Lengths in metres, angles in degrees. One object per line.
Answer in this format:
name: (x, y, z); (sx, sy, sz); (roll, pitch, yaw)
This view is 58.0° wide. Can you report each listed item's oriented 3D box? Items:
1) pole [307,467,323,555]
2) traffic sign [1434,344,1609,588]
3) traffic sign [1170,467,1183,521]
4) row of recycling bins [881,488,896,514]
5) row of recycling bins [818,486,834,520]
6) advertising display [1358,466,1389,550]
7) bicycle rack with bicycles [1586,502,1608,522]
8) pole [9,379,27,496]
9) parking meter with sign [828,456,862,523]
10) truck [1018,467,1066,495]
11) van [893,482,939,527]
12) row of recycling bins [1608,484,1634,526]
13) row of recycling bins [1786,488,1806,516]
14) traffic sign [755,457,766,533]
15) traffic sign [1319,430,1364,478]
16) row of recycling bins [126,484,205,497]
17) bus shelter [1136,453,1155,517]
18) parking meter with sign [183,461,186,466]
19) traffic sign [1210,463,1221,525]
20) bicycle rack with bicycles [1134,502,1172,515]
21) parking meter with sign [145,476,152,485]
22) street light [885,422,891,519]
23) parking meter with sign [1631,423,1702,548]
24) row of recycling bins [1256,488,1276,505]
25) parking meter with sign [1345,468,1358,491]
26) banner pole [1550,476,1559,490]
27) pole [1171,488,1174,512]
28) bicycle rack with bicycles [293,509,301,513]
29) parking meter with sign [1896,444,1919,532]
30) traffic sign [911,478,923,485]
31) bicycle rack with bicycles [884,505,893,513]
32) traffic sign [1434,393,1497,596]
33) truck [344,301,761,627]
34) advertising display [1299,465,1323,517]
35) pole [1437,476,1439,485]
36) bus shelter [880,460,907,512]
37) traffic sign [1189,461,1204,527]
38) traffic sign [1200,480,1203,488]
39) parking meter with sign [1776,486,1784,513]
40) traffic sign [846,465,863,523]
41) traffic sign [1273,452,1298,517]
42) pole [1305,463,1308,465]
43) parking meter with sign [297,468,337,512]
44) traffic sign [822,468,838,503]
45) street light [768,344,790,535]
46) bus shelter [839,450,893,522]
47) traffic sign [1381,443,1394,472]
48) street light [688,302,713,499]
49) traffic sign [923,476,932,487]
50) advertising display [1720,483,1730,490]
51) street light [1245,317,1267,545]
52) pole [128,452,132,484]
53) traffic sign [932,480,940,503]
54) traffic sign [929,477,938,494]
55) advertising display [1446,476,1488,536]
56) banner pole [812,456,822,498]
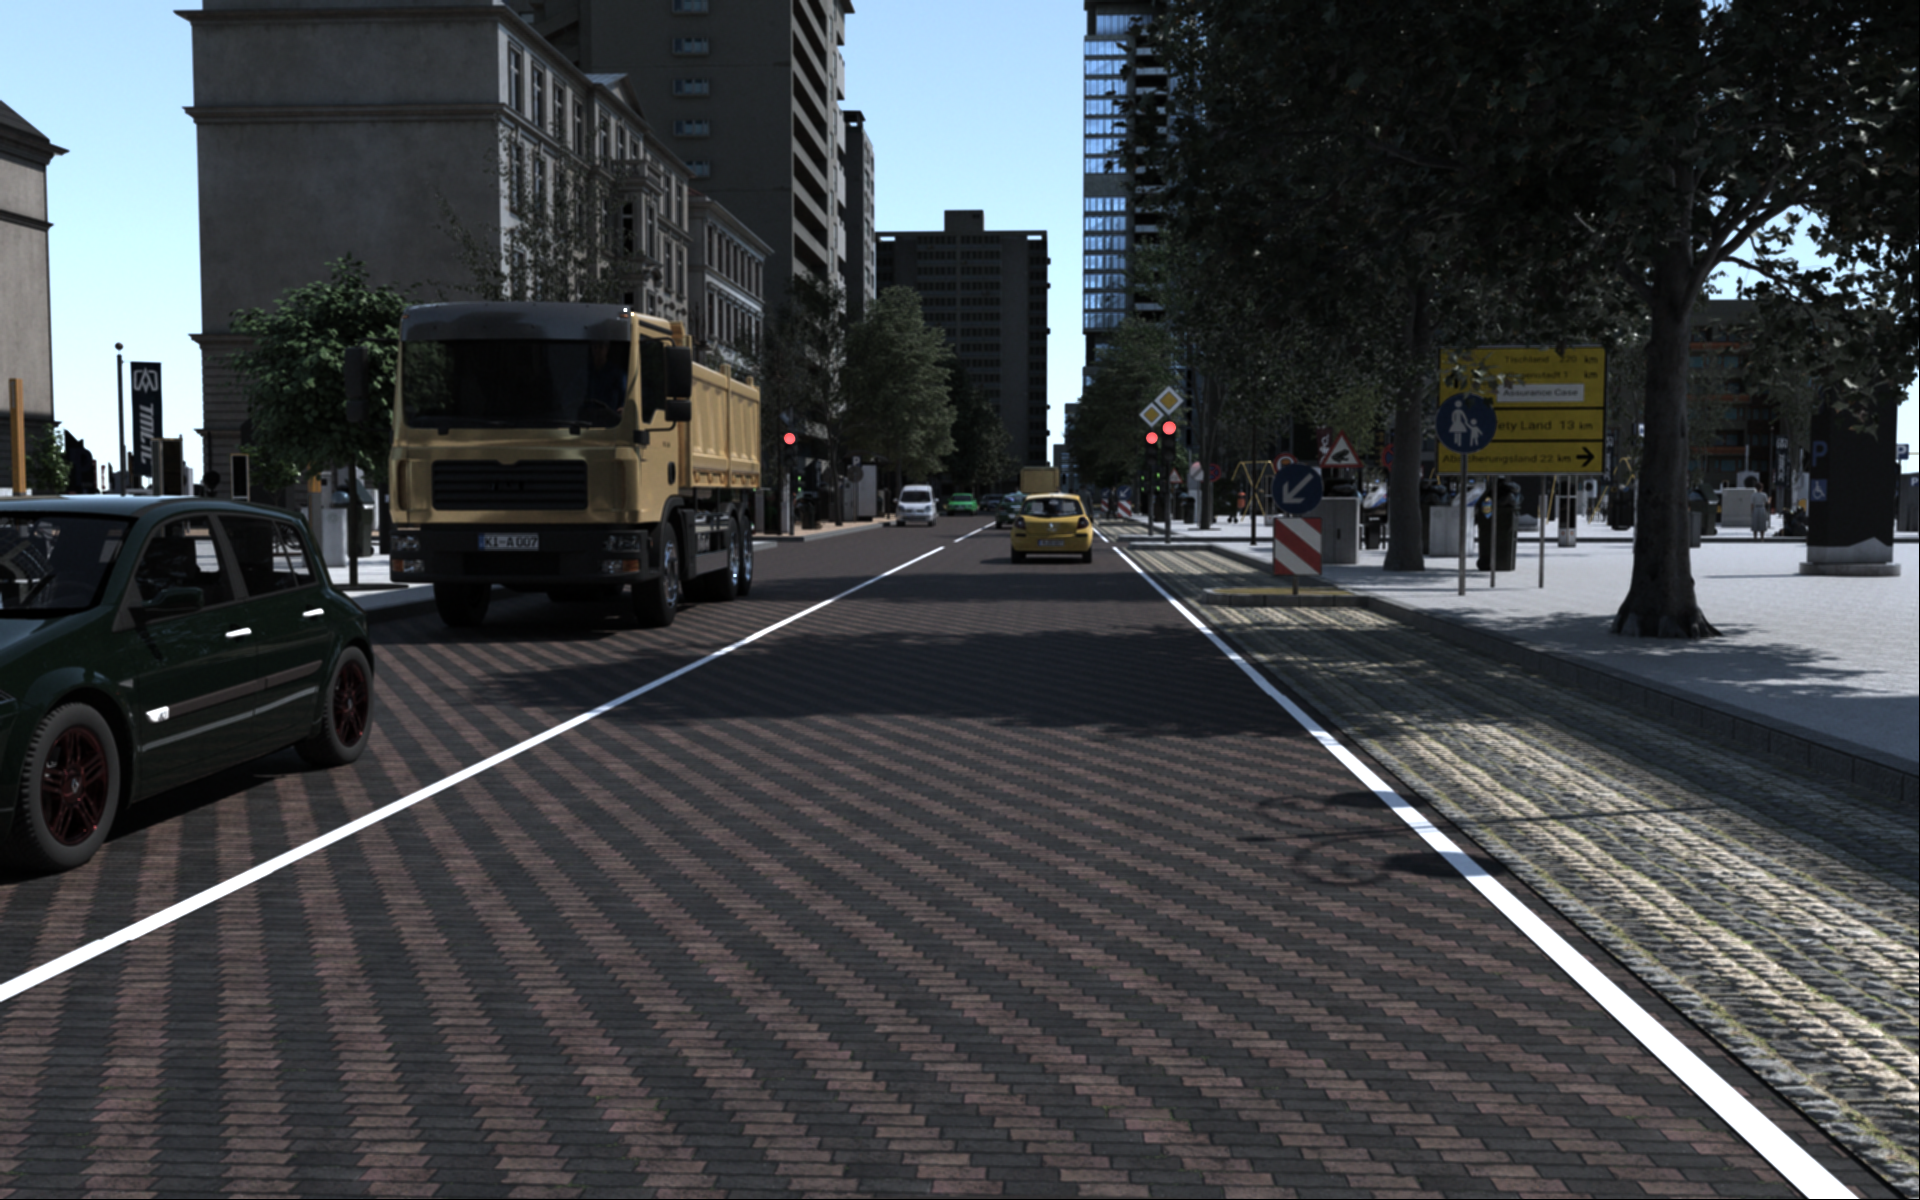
pole: (-10.314, -2.068, 27.651); (0.158, 3.312, 0.155); (0, 3, 0)
traffic sign: (7.642, -1.822, 23.662); (2.265, 3.308, 0.079); (0, 4, 8)
traffic sign: (10.335, -5.111, 83.561); (0.884, 2.594, 0.081); (1, 4, 10)
row of recycling bins: (-4.422, -6.455, 112.659); (3.534, 1.692, 1.069); (-1, 4, -16)
row of recycling bins: (-6.268, -4.904, 87.289); (1.069, 1.692, 3.534); (1, 4, 17)
advertising display: (9.531, -2.126, 39.975); (0.974, 1.923, 0.123); (-3, 4, -38)
bicycle rack with bicycles: (30.322, -4.095, 80.337); (2.852, 0.926, 2.925); (1, 4, 17)
pole: (-16.678, -2.254, 30.690); (0.158, 3.312, 0.155); (0, 3, 0)
parking meter with sign: (-5.225, -5.033, 78.553); (0.543, 3.016, 1.738); (3, 5, 39)
truck: (5.629, -7.642, 120.867); (3.469, 3.379, 9.791); (0, 4, 4)
van: (-1.943, -4.302, 77.351); (2.013, 2.044, 4.112); (0, 4, 1)
row of recycling bins: (27.209, -3.814, 69.476); (1.069, 1.692, 3.534); (-1, 4, -10)
row of recycling bins: (50.777, -5.833, 102.485); (3.534, 1.692, 1.069); (3, 5, 41)
traffic sign: (-6.817, -3.507, 57.445); (0.768, 2.556, 0.104); (1, 4, 11)
traffic sign: (7.710, -2.144, 35.051); (0.884, 2.594, 0.081); (1, 4, 11)
row of recycling bins: (-31.560, -3.779, 68.903); (1.069, 1.692, 3.534); (2, 4, 32)
bus shelter: (11.278, -6.710, 100.989); (1.731, 3.624, 6.357); (0, 4, 3)
parking meter with sign: (-41.350, -5.863, 92.123); (0.543, 3.016, 1.738); (-1, 4, -18)
traffic sign: (10.412, -4.375, 71.641); (0.768, 2.556, 0.104); (0, 4, 6)
bicycle rack with bicycles: (12.284, -5.799, 108.195); (2.925, 0.926, 2.852); (-1, 4, -12)
parking meter with sign: (-57.936, -7.874, 125.000); (1.738, 3.016, 0.543); (2, 4, 27)
street light: (-3.674, -7.089, 88.699); (0.468, 5.910, 1.993); (0, 4, 3)
parking meter with sign: (17.162, -2.798, 42.012); (0.543, 3.016, 1.738); (-2, 4, -30)
row of recycling bins: (22.143, -6.942, 120.615); (3.534, 1.692, 1.069); (0, 4, 7)
parking meter with sign: (20.688, -5.669, 88.946); (1.738, 3.016, 0.543); (2, 4, 25)
banner pole: (41.463, -7.934, 119.743); (0.863, 3.779, 0.401); (-1, 4, -18)
pole: (15.053, -7.882, 122.714); (0.158, 3.312, 0.155); (0, 3, 0)
bicycle rack with bicycles: (-15.924, -1.653, 40.417); (2.925, 0.926, 2.852); (-1, 4, -10)
parking meter with sign: (32.564, -3.861, 59.390); (0.543, 3.016, 1.738); (0, 4, 5)
traffic sign: (-2.914, -7.198, 117.696); (0.884, 2.594, 0.081); (0, 4, 7)
bicycle rack with bicycles: (-5.411, -5.773, 107.777); (2.852, 0.926, 2.925); (-3, 5, -40)
traffic sign: (6.347, -1.329, 21.830); (0.768, 2.556, 0.104); (0, 4, 4)
truck: (-4.315, -1.526, 20.872); (3.469, 3.379, 9.791); (0, 4, 1)
advertising display: (7.899, -2.049, 38.713); (0.123, 1.923, 0.974); (-2, 4, -29)
pole: (33.920, -7.896, 122.943); (0.158, 3.312, 0.155); (0, 3, 0)
bus shelter: (-4.539, -8.049, 122.884); (1.731, 3.624, 6.357); (0, 4, 3)
traffic sign: (9.302, -4.120, 67.473); (0.768, 2.556, 0.104); (1, 4, 9)
traffic sign: (11.056, -4.875, 79.707); (0.884, 2.594, 0.081); (0, 4, 8)
parking meter with sign: (54.287, -7.239, 114.619); (0.543, 3.016, 1.738); (1, 4, 21)
traffic sign: (-4.685, -4.710, 77.112); (0.768, 2.556, 0.104); (0, 4, 6)
traffic sign: (9.977, -3.242, 53.113); (0.768, 2.556, 0.104); (1, 4, 11)
pole: (22.840, -7.369, 114.321); (0.158, 3.312, 0.155); (0, 3, 0)
parking meter with sign: (-21.325, -3.756, 57.668); (0.543, 3.016, 1.738); (1, 4, 18)
traffic sign: (-6.239, -5.081, 83.180); (0.768, 2.556, 0.104); (0, 4, 7)
street light: (-5.606, -4.947, 53.664); (0.468, 5.910, 1.993); (0, 4, 3)
bus shelter: (-4.461, -5.432, 82.741); (2.014, 3.302, 5.546); (0, 4, 3)
traffic sign: (10.664, -2.583, 42.345); (0.768, 2.556, 0.104); (1, 4, 9)
street light: (-6.309, -4.217, 41.736); (0.468, 5.910, 1.993); (0, 4, 3)
traffic sign: (-2.403, -7.433, 121.538); (0.884, 2.594, 0.081); (0, 4, 5)
advertising display: (43.306, -5.681, 98.098); (0.123, 1.923, 0.974); (0, 4, -2)
street light: (7.373, -4.315, 43.345); (0.468, 5.910, 1.993); (0, 4, 3)
pole: (-39.877, -5.470, 83.276); (0.158, 3.312, 0.155); (0, 3, 0)
traffic sign: (-1.804, -7.757, 128.949); (0.606, 2.300, 0.079); (1, 4, 13)
traffic sign: (-1.982, -7.790, 127.475); (0.768, 2.556, 0.104); (0, 4, 4)
advertising display: (11.786, -2.145, 40.279); (0.974, 1.923, 0.123); (-1, 4, -11)
banner pole: (-9.490, -7.609, 114.416); (0.863, 3.779, 0.401); (-2, 4, -33)
